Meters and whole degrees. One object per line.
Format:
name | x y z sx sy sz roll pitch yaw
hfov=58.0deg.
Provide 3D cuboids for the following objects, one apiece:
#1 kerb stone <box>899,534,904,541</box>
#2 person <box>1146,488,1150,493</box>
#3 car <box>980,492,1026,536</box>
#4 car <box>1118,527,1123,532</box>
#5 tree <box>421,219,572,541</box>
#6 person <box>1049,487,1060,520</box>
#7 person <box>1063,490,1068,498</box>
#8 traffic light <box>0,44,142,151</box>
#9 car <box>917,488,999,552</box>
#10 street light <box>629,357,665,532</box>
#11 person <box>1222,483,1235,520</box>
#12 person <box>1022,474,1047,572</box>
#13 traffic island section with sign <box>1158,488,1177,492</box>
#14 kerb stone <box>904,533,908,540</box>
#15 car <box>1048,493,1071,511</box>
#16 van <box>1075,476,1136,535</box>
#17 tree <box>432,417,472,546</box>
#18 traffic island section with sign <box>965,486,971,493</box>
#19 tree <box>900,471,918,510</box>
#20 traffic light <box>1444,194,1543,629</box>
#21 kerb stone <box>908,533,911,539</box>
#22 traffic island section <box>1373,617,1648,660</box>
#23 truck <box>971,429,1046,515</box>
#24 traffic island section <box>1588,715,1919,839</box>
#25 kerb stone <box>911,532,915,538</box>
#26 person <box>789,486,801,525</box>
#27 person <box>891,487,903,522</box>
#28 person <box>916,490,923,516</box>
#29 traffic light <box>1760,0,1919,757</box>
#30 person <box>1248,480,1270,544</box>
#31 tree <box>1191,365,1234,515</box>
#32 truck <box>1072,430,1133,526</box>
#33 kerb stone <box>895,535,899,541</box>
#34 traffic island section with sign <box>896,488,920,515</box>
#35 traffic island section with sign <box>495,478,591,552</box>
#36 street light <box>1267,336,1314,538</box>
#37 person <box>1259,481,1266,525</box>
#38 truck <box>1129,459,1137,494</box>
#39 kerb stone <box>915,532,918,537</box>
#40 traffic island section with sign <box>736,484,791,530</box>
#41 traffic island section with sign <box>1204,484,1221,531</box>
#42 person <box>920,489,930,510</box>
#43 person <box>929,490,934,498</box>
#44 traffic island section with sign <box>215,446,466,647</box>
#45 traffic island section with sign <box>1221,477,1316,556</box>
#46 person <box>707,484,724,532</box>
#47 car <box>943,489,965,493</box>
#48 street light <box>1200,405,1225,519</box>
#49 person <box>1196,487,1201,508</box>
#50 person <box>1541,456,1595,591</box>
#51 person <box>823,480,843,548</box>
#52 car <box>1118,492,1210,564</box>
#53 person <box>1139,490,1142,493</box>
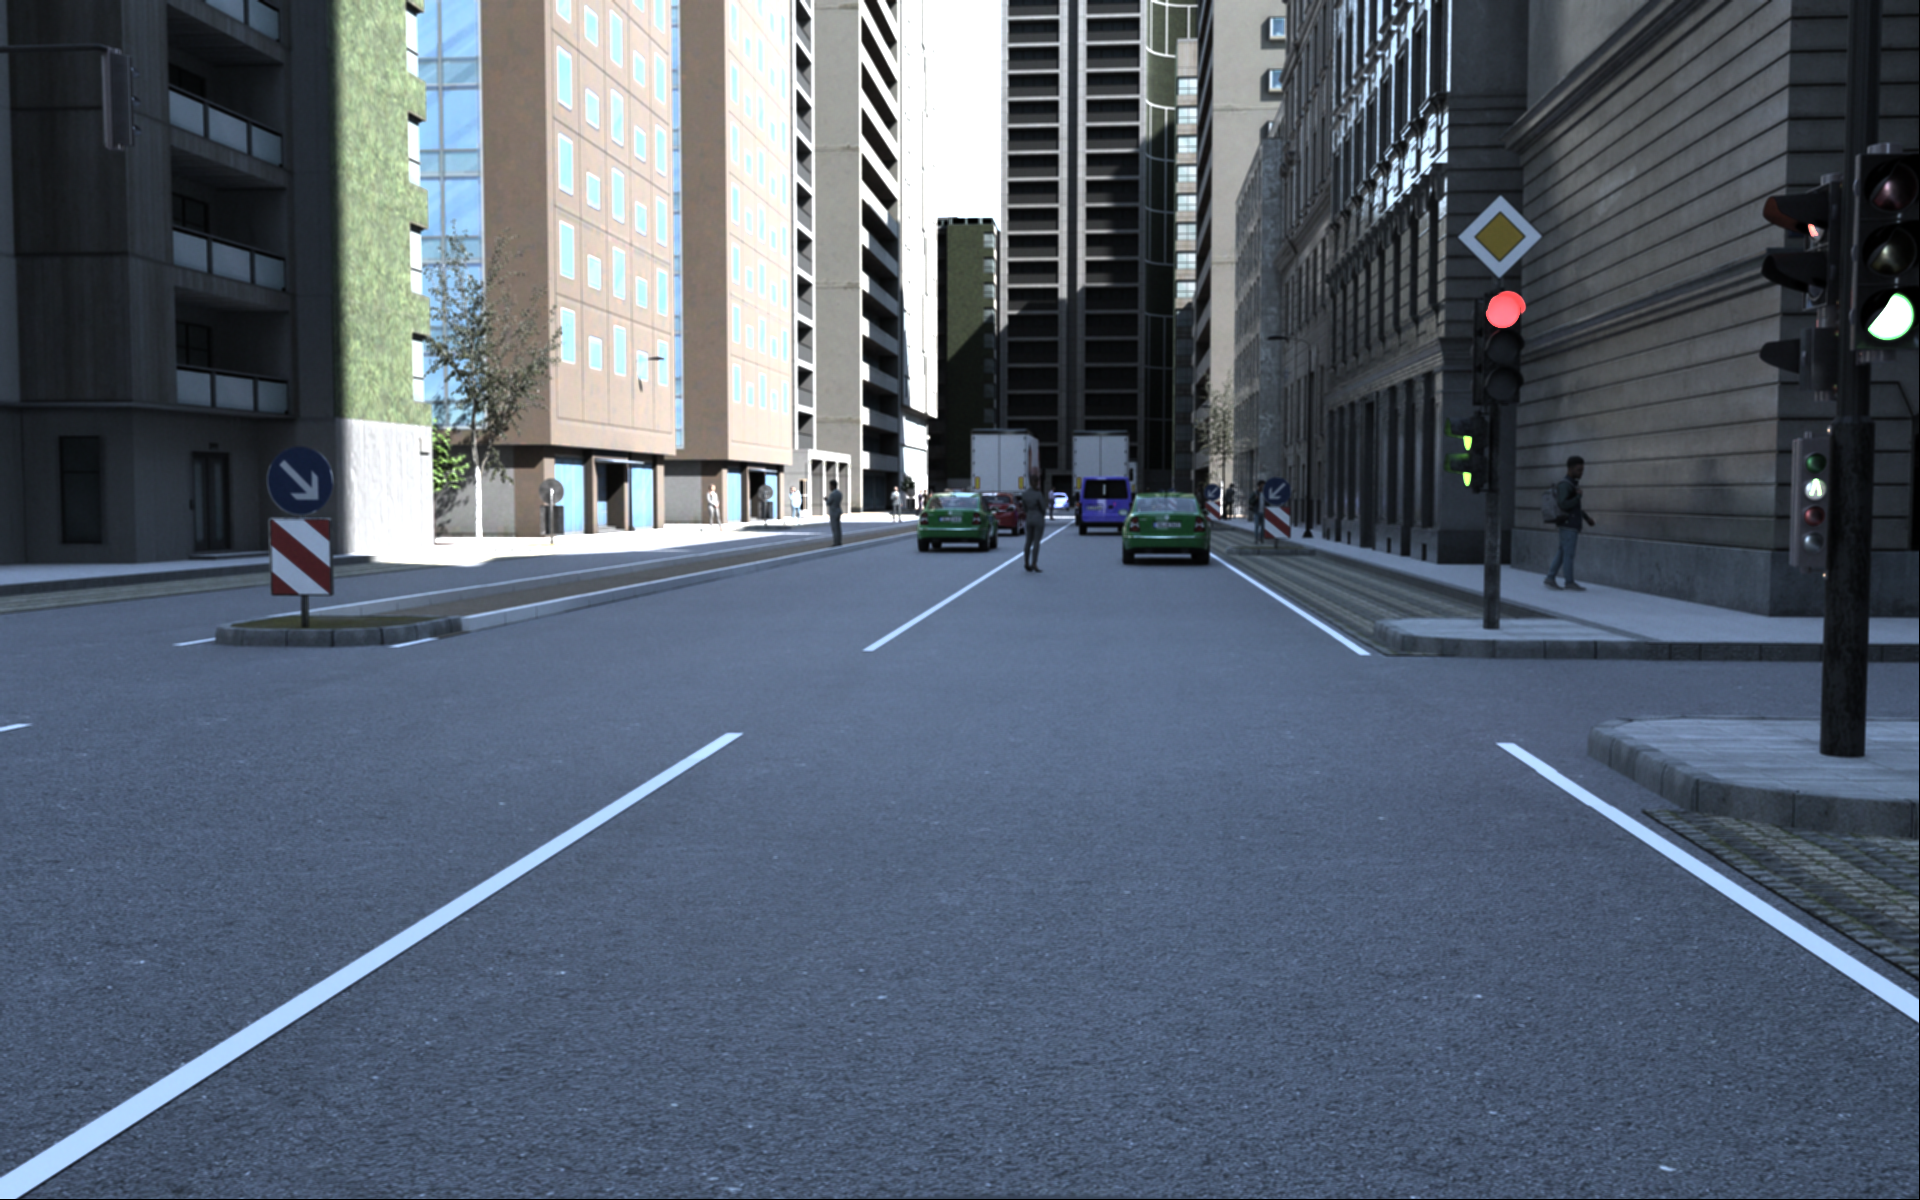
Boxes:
kerb stone | -1.933 -1.893 53.181 0.120 0.150 1.000 0 4 5
person | 11.733 -6.084 108.057 0.705 1.814 1.350 -2 4 -31
car | 1.304 -3.158 60.667 2.155 1.783 4.494 0 4 7
car | 6.975 -3.487 67.240 2.015 1.641 3.980 0 4 6
tree | -12.971 -5.930 47.312 4.360 8.622 3.978 0 3 0
person | 5.220 -5.344 95.750 0.599 1.838 0.709 -1 4 -10
person | 9.698 -9.421 162.536 0.705 1.823 1.348 -3 5 -43
traffic light | -10.852 -2.641 17.854 4.771 5.953 1.251 0 4 5
car | -0.018 -2.191 44.624 1.959 1.807 4.718 0 4 6
street light | -10.650 -5.268 58.666 1.470 5.913 1.316 0 4 5
person | 13.234 -4.839 85.340 0.592 1.802 0.473 0 4 -8
person | 1.399 -1.414 31.886 0.520 1.790 0.573 2 4 24
traffic island section with sign | 14.299 -6.680 117.845 1.989 1.847 2.006 0 4 5
kerb stone | -1.833 -1.958 54.206 0.120 0.150 1.000 0 4 5
car | 8.491 -8.468 148.037 1.945 1.707 3.694 0 4 3
van | 5.239 -3.544 62.325 2.240 2.365 5.245 0 4 5
tree | -13.080 -2.991 43.509 1.663 3.219 1.824 0 3 0
traffic island section with sign | 0.546 -5.131 92.024 2.006 1.907 1.989 0 4 5
tree | -4.274 -8.882 139.827 1.663 3.219 1.824 0 3 0
traffic light | 5.046 -1.680 16.396 0.839 4.253 0.868 0 4 5
kerb stone | -1.755 -2.020 55.226 0.120 0.150 1.000 0 4 5
traffic island section | 5.085 0.353 16.506 2.009 0.180 2.903 0 4 5
truck | 2.278 -5.578 80.115 2.839 4.237 11.283 0 4 6
traffic island section | 4.362 0.840 8.554 2.009 0.180 2.903 0 4 5
kerb stone | -1.664 -2.081 56.244 0.120 0.150 1.000 0 4 5
person | -7.668 -4.404 80.767 0.793 1.790 0.793 2 4 26
person | -3.262 -4.964 89.844 0.661 1.801 0.590 -3 4 -36
person | -2.543 -6.211 110.977 0.530 1.710 0.541 -1 4 -9
traffic light | 2.232 -2.069 8.491 4.771 5.953 1.251 0 4 5
person | 8.612 -2.502 49.390 0.794 1.824 0.713 0 4 4
tree | 15.105 -9.123 99.525 4.360 8.622 3.978 0 3 0
truck | 6.758 -5.692 81.975 2.839 4.237 11.283 0 4 6
kerb stone | -2.033 -1.833 52.161 0.120 0.150 1.000 0 4 5
traffic island section with sign | -3.372 -6.826 120.235 1.989 1.847 2.006 0 4 5
traffic island section with sign | -10.354 -2.123 43.339 1.989 1.847 2.006 0 4 5
street light | 9.695 -4.789 50.840 1.470 5.913 1.316 0 4 5
person | 12.397 -3.937 70.655 0.529 1.795 0.600 0 4 4
truck | 13.219 -9.458 143.547 2.839 4.237 11.283 0 4 4
kerb stone | -1.563 -2.145 57.264 0.120 0.150 1.000 0 4 5
traffic island section with sign | -7.919 -3.765 70.184 1.989 1.847 2.006 0 4 5
traffic island section with sign | 9.785 -3.640 68.138 1.989 1.847 2.006 0 4 5
person | -2.024 -5.822 104.412 0.721 1.735 1.217 -3 4 -39
person | -2.514 -8.774 150.963 0.415 1.643 0.593 0 4 -6
traffic island section with sign | -6.244 -0.554 17.191 2.006 1.907 1.989 0 4 5
traffic island section with sign | 7.323 -1.980 41.004 1.989 1.847 2.006 0 4 5
person | -9.100 -3.408 64.488 0.573 1.790 0.520 1 4 22
car | -0.346 -6.784 119.583 2.281 1.827 5.304 0 4 4
street light | 13.262 -7.225 90.662 1.470 5.913 1.316 0 4 5
person | 11.572 -4.607 84.373 0.362 1.759 0.519 0 4 7
person | 8.037 -1.007 22.860 0.721 1.781 0.623 1 4 12
person | -3.346 -2.255 45.556 0.466 1.800 0.511 1 4 10
car | 4.342 -1.712 36.790 1.959 1.807 4.718 0 4 5
person | 13.081 -7.113 125.714 0.541 1.710 0.530 -1 4 -16
